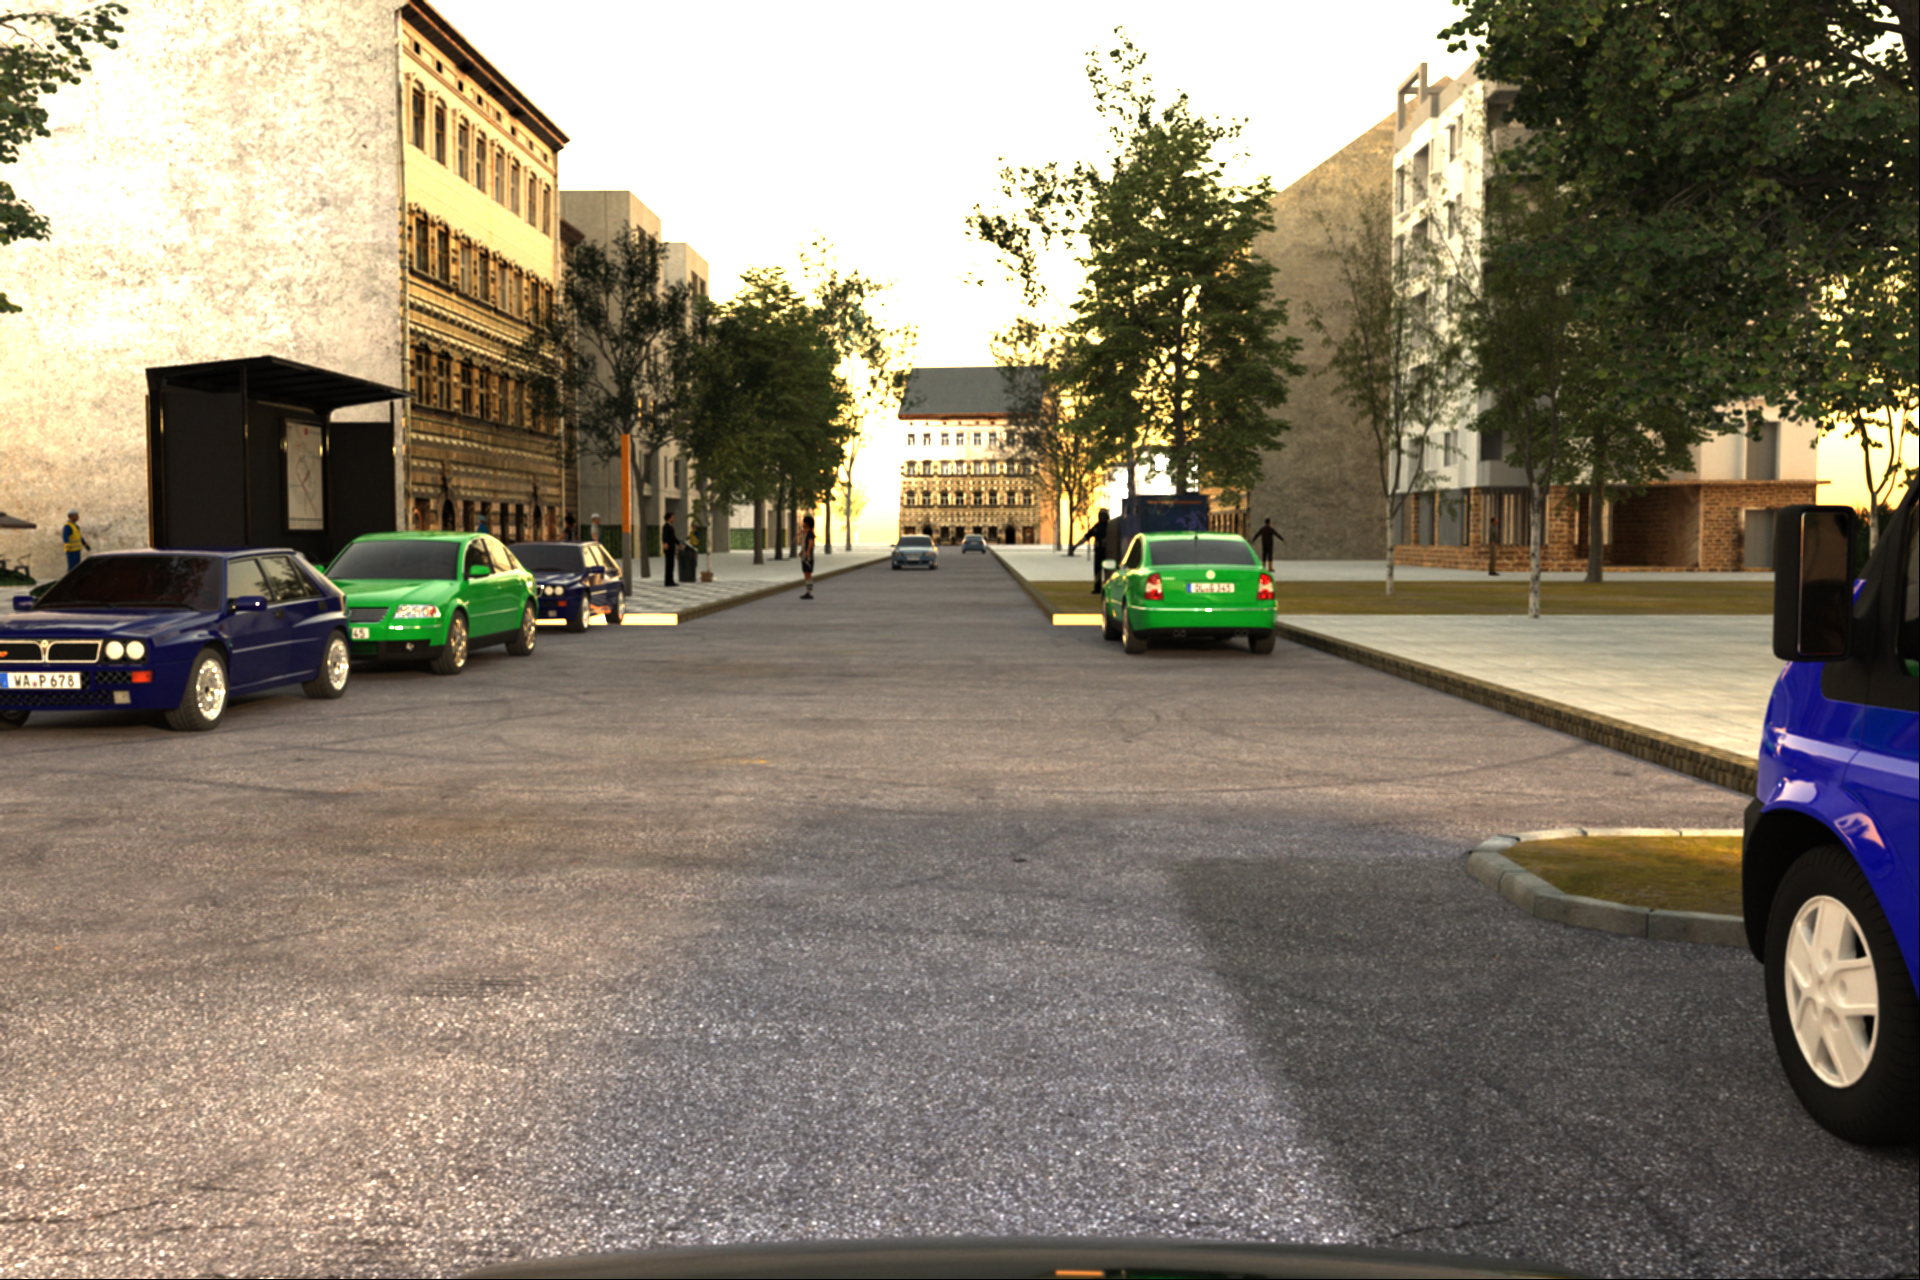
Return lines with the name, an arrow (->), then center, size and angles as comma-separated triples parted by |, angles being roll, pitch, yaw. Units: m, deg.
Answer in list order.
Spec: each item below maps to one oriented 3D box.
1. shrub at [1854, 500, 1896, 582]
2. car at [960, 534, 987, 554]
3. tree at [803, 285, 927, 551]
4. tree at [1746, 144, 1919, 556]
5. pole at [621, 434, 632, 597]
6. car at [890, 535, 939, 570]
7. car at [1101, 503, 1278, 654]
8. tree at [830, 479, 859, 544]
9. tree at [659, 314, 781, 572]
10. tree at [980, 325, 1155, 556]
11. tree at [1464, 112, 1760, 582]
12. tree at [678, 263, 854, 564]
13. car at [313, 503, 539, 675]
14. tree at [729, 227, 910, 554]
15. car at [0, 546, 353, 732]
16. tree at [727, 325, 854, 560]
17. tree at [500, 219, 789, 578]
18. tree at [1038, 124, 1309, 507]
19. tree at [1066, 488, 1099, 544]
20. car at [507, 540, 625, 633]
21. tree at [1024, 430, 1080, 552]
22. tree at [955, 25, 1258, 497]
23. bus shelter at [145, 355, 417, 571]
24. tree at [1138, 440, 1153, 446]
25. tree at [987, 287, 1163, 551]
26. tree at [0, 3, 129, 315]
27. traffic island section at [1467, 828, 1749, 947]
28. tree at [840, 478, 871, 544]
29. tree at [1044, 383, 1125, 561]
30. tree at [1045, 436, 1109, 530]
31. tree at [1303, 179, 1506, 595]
shrub -> 19.202, -1.929, 35.953 | 1.690, 2.028, 1.600 | 0, 3, 0
car -> 1.026, -7.152, 128.942 | 2.014, 1.417, 4.499 | 0, 3, 0
tree -> -8.397, -16.789, 130.390 | 12.611, 20.169, 13.585 | 0, 3, 0
tree -> 16.780, -4.982, 31.810 | 4.737, 8.622, 4.395 | 0, 3, 0
pole -> -6.818, -2.542, 35.406 | 0.158, 3.312, 0.155 | 0, 3, 0
car -> -1.829, -3.591, 70.723 | 2.014, 1.417, 4.499 | 0, 4, 1
car -> 2.835, -0.810, 22.044 | 1.959, 1.807, 4.718 | 0, 4, -1
tree -> -14.916, -16.536, 220.725 | 4.737, 8.622, 4.395 | 0, 3, 0
tree -> -8.442, -6.656, 59.186 | 4.737, 8.622, 4.395 | 0, 3, 0
tree -> 6.492, -11.571, 99.563 | 12.009, 13.543, 11.850 | 0, 3, 0
tree -> 17.133, -7.827, 46.102 | 7.486, 12.596, 7.792 | 0, 3, 0
tree -> -8.258, -9.450, 72.630 | 7.486, 12.596, 7.792 | 0, 3, 0
car -> -5.953, -0.626, 19.025 | 1.959, 1.807, 4.718 | 0, 4, 1
tree -> -9.401, -15.541, 109.992 | 12.611, 20.169, 13.585 | 0, 3, 0
car -> -6.282, -0.075, 13.799 | 1.945, 1.354, 3.894 | 0, 4, 1
tree -> -8.791, -9.741, 85.013 | 9.928, 11.665, 9.643 | 0, 3, 0
tree -> -9.268, -7.124, 50.893 | 8.767, 10.594, 7.601 | -1, 4, -10
tree -> 6.041, -8.012, 49.125 | 7.486, 12.596, 7.792 | 0, 3, 0
tree -> 15.640, -16.569, 221.260 | 4.737, 8.622, 4.395 | 0, 3, 0
car -> -6.271, -0.843, 26.370 | 1.945, 1.354, 3.894 | 0, 4, 1
tree -> 6.571, -10.397, 120.351 | 4.360, 8.622, 3.978 | 0, 3, 0
tree -> 5.755, -12.948, 67.596 | 12.611, 20.169, 13.585 | 0, 3, 0
bus shelter -> -9.916, -2.118, 25.909 | 1.731, 3.624, 6.357 | 0, 3, 0
tree -> 24.481, -19.174, 223.871 | 12.009, 13.543, 11.850 | 0, 3, 0
tree -> 8.733, -16.834, 131.118 | 12.611, 20.169, 13.585 | 0, 3, 0
tree -> -12.253, -6.587, 14.355 | 9.857, 13.997, 8.962 | 0, 3, 0
traffic island section -> 3.143, 0.973, 6.953 | 1.991, 0.108, 1.994 | 0, 3, 0
tree -> -13.677, -16.833, 225.573 | 4.737, 8.622, 4.395 | 0, 3, 0
tree -> 6.309, -8.141, 83.471 | 4.360, 8.622, 3.978 | 0, 3, 0
tree -> 6.956, -9.859, 111.556 | 4.360, 8.622, 3.978 | 0, 3, 0
tree -> 9.095, -5.269, 36.514 | 4.360, 8.622, 3.978 | 0, 3, 0
